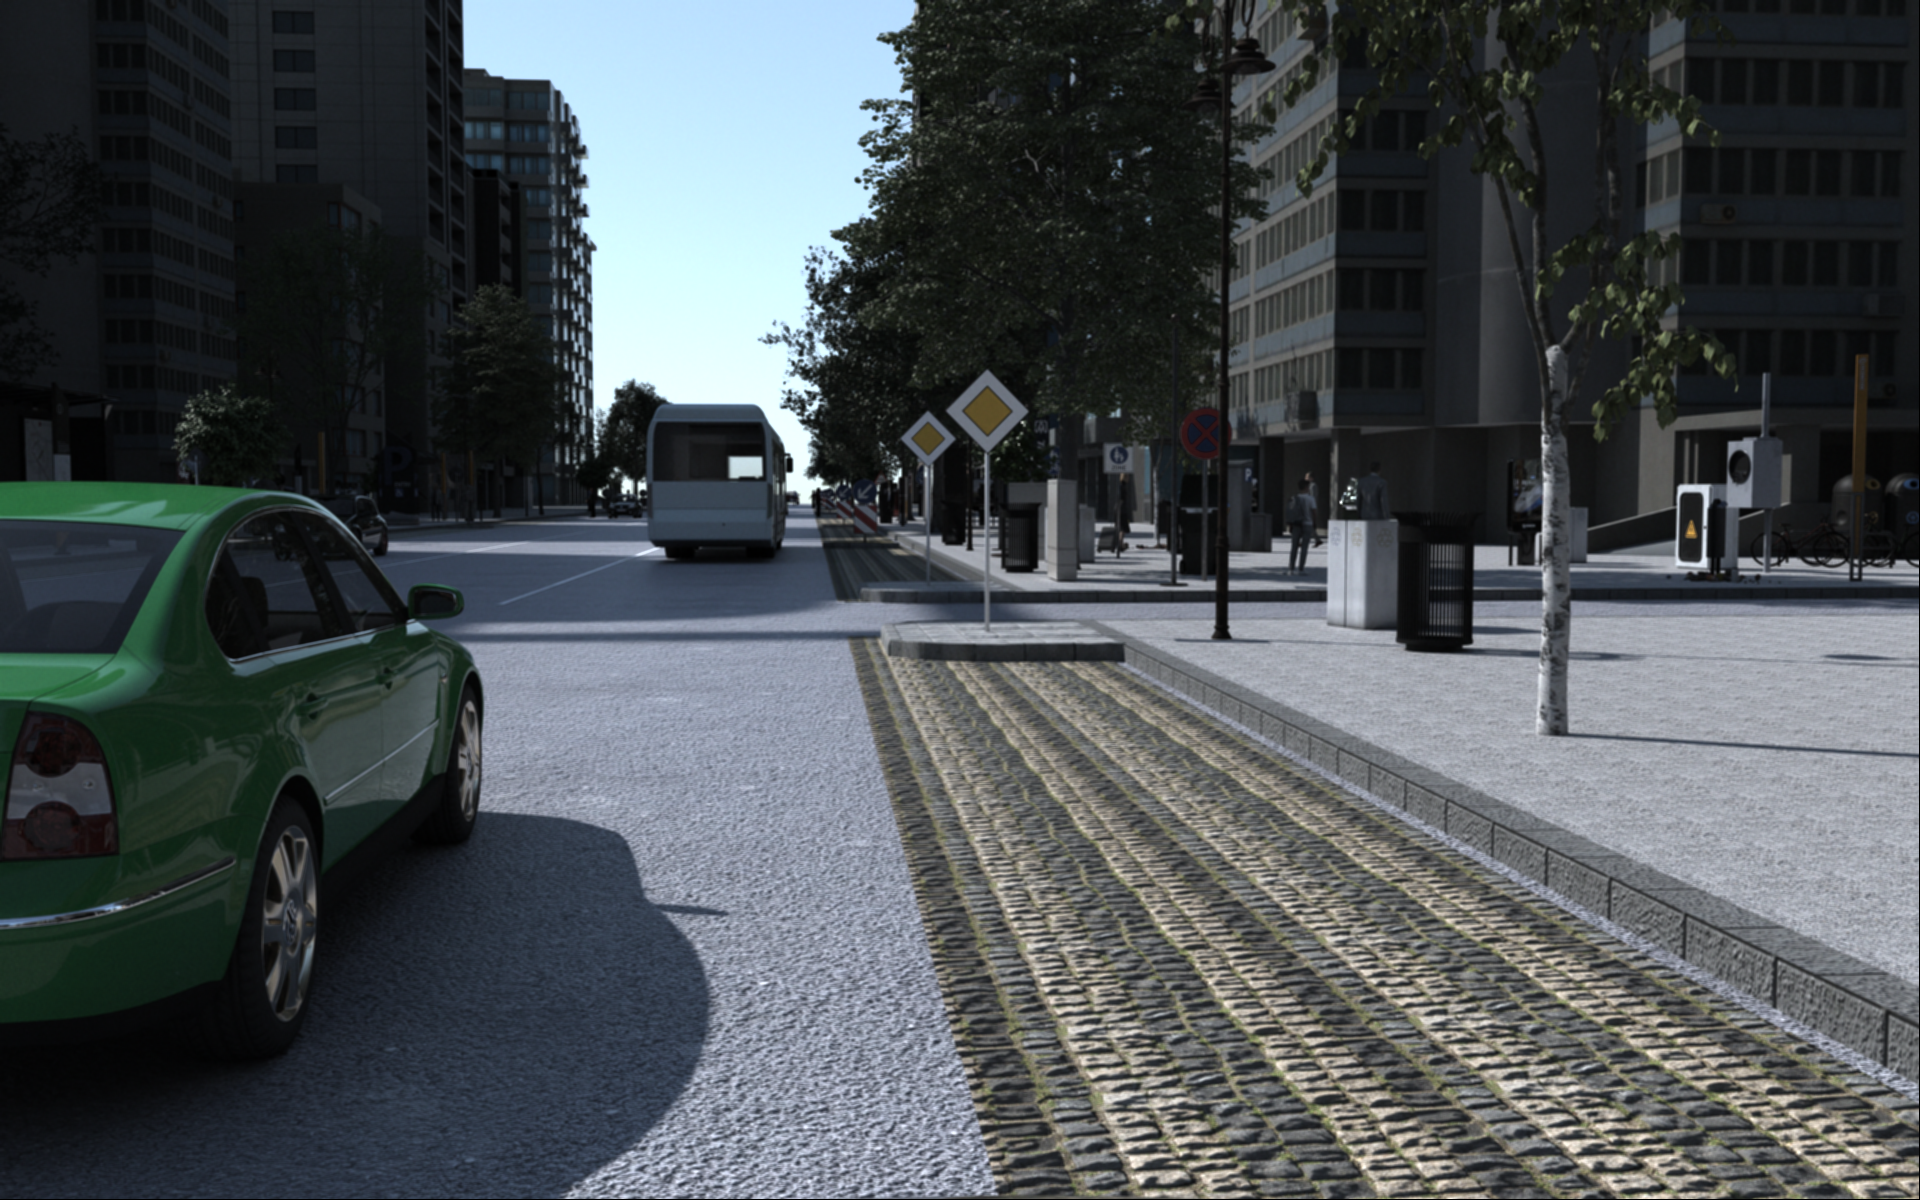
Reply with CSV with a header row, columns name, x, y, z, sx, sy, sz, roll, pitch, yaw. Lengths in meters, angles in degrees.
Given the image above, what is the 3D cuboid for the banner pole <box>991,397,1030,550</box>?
name,x,y,z,sx,sy,sz,roll,pitch,yaw
banner pole,1.087,-3.022,39.426,0.863,3.779,0.401,3,5,42

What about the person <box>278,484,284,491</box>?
name,x,y,z,sx,sy,sz,roll,pitch,yaw
person,-22.573,-3.046,57.660,0.330,1.601,0.589,1,4,10

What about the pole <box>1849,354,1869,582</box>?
name,x,y,z,sx,sy,sz,roll,pitch,yaw
pole,13.185,-1.930,25.401,0.158,3.312,0.155,0,3,0

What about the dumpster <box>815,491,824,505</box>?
name,x,y,z,sx,sy,sz,roll,pitch,yaw
dumpster,-16.586,-12.256,208.604,1.865,1.857,1.264,0,4,-6

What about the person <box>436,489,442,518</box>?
name,x,y,z,sx,sy,sz,roll,pitch,yaw
person,-27.058,-5.164,90.465,0.794,1.824,0.713,1,4,15

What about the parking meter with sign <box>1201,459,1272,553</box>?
name,x,y,z,sx,sy,sz,roll,pitch,yaw
parking meter with sign,6.103,-2.580,38.446,1.738,3.016,0.543,3,5,39

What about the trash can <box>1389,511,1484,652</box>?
name,x,y,z,sx,sy,sz,roll,pitch,yaw
trash can,3.902,-0.157,14.218,0.748,1.137,0.748,0,3,0

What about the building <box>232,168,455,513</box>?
name,x,y,z,sx,sy,sz,roll,pitch,yaw
building,-49.298,-16.195,109.823,27.650,21.520,28.899,0,4,-5

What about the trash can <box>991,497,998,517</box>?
name,x,y,z,sx,sy,sz,roll,pitch,yaw
trash can,2.049,-5.318,98.595,0.748,1.137,0.748,0,3,0

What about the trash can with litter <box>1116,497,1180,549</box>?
name,x,y,z,sx,sy,sz,roll,pitch,yaw
trash can with litter,4.502,-1.815,40.733,2.233,1.210,1.678,-1,4,-14

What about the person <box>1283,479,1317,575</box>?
name,x,y,z,sx,sy,sz,roll,pitch,yaw
person,5.365,-1.146,27.383,0.503,1.515,0.523,0,4,-7

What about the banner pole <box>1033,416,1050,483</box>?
name,x,y,z,sx,sy,sz,roll,pitch,yaw
banner pole,2.123,-3.585,48.634,0.863,3.779,0.401,-1,4,-9

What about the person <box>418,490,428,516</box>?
name,x,y,z,sx,sy,sz,roll,pitch,yaw
person,-31.699,-5.804,100.903,1.348,1.831,0.705,-2,4,-33

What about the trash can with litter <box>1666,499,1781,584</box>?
name,x,y,z,sx,sy,sz,roll,pitch,yaw
trash can with litter,11.500,-0.910,25.936,1.678,1.210,2.233,2,4,32

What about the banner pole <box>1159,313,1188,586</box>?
name,x,y,z,sx,sy,sz,roll,pitch,yaw
banner pole,3.015,-2.099,24.340,0.401,3.779,0.863,0,4,7

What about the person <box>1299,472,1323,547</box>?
name,x,y,z,sx,sy,sz,roll,pitch,yaw
person,8.352,-2.164,41.522,0.767,1.812,0.694,0,4,2

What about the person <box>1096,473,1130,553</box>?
name,x,y,z,sx,sy,sz,roll,pitch,yaw
person,3.437,-1.963,38.356,0.699,1.804,1.509,2,4,33

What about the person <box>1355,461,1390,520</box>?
name,x,y,z,sx,sy,sz,roll,pitch,yaw
person,6.617,-1.325,27.831,0.709,1.813,0.853,3,5,39

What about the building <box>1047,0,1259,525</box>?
name,x,y,z,sx,sy,sz,roll,pitch,yaw
building,16.393,-28.462,84.963,23.786,49.044,30.456,0,4,-5

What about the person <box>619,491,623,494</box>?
name,x,y,z,sx,sy,sz,roll,pitch,yaw
person,-44.550,-13.496,227.412,1.217,1.736,0.721,-1,4,-13

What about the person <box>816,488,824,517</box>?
name,x,y,z,sx,sy,sz,roll,pitch,yaw
person,-8.786,-6.088,108.006,0.705,1.831,1.348,-1,4,-20

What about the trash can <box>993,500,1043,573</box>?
name,x,y,z,sx,sy,sz,roll,pitch,yaw
trash can,0.981,-1.026,28.423,0.748,1.137,0.748,0,3,0

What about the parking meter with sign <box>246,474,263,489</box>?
name,x,y,z,sx,sy,sz,roll,pitch,yaw
parking meter with sign,-22.795,-3.648,55.899,0.543,3.016,1.738,-2,4,-32

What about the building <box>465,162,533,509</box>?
name,x,y,z,sx,sy,sz,roll,pitch,yaw
building,-46.183,-23.319,152.960,14.160,30.474,14.107,0,4,-5

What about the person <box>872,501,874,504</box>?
name,x,y,z,sx,sy,sz,roll,pitch,yaw
person,-11.055,-13.084,220.057,0.705,1.812,1.348,2,4,25

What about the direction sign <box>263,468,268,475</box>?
name,x,y,z,sx,sy,sz,roll,pitch,yaw
direction sign,-27.426,-4.656,68.127,0.876,3.537,0.379,0,4,1

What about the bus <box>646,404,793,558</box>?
name,x,y,z,sx,sy,sz,roll,pitch,yaw
bus,-5.622,-2.878,41.917,2.948,3.499,13.247,0,4,-4

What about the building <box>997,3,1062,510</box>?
name,x,y,z,sx,sy,sz,roll,pitch,yaw
building,9.964,-28.111,109.722,14.600,45.320,14.200,0,4,-5

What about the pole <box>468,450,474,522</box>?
name,x,y,z,sx,sy,sz,roll,pitch,yaw
pole,-22.723,-5.299,80.486,0.158,3.312,0.155,0,3,0

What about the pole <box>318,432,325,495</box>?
name,x,y,z,sx,sy,sz,roll,pitch,yaw
pole,-20.961,-3.857,56.912,0.158,3.312,0.155,0,3,0

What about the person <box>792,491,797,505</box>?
name,x,y,z,sx,sy,sz,roll,pitch,yaw
person,-20.893,-12.874,218.851,0.709,1.838,0.599,-3,5,-40

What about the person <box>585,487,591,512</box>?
name,x,y,z,sx,sy,sz,roll,pitch,yaw
person,-27.104,-7.361,126.382,0.705,1.826,1.348,-2,4,-25

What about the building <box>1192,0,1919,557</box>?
name,x,y,z,sx,sy,sz,roll,pitch,yaw
building,20.452,-21.936,50.528,23.993,40.220,32.217,0,4,-5

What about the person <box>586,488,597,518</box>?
name,x,y,z,sx,sy,sz,roll,pitch,yaw
person,-22.378,-5.920,105.422,0.705,1.807,1.348,1,4,14

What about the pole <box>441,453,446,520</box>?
name,x,y,z,sx,sy,sz,roll,pitch,yaw
pole,-25.417,-5.590,85.240,0.158,3.312,0.155,0,3,0

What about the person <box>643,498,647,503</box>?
name,x,y,z,sx,sy,sz,roll,pitch,yaw
person,-19.069,-6.040,107.221,1.348,1.831,0.705,3,4,36

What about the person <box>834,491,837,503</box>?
name,x,y,z,sx,sy,sz,roll,pitch,yaw
person,-17.304,-14.283,240.494,0.541,1.710,0.530,2,4,31

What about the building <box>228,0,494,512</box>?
name,x,y,z,sx,sy,sz,roll,pitch,yaw
building,-47.481,-42.558,134.074,20.563,71.187,20.611,0,4,-5

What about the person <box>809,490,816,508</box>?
name,x,y,z,sx,sy,sz,roll,pitch,yaw
person,-14.694,-10.082,173.299,0.705,1.831,1.348,-2,4,-34

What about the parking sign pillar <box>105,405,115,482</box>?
name,x,y,z,sx,sy,sz,roll,pitch,yaw
parking sign pillar,-25.685,-3.871,51.771,1.447,3.967,1.447,-1,4,-10

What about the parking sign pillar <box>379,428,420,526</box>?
name,x,y,z,sx,sy,sz,roll,pitch,yaw
parking sign pillar,-24.079,-5.225,73.897,1.447,3.967,1.447,-2,4,-34

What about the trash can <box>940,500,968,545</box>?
name,x,y,z,sx,sy,sz,roll,pitch,yaw
trash can,-0.152,-1.952,43.570,0.748,1.137,0.748,0,3,0

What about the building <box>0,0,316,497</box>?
name,x,y,z,sx,sy,sz,roll,pitch,yaw
building,-48.428,-23.765,80.447,32.217,40.220,23.993,0,4,-5

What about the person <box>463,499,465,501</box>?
name,x,y,z,sx,sy,sz,roll,pitch,yaw
person,-33.956,-6.714,119.076,0.557,1.426,1.065,0,4,2

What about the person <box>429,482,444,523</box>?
name,x,y,z,sx,sy,sz,roll,pitch,yaw
person,-22.999,-4.280,76.203,0.709,1.800,0.728,0,4,-3

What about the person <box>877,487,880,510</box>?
name,x,y,z,sx,sy,sz,roll,pitch,yaw
person,-6.527,-8.381,142.700,1.348,1.869,0.705,0,4,8

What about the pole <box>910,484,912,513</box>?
name,x,y,z,sx,sy,sz,roll,pitch,yaw
pole,-2.840,-6.399,98.474,0.158,3.312,0.155,0,3,0

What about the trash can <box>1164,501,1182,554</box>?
name,x,y,z,sx,sy,sz,roll,pitch,yaw
trash can,4.722,-1.551,37.005,0.748,1.137,0.748,0,3,0

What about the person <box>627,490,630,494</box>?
name,x,y,z,sx,sy,sz,roll,pitch,yaw
person,-22.785,-6.716,118.985,1.217,1.739,0.721,-1,4,-10
